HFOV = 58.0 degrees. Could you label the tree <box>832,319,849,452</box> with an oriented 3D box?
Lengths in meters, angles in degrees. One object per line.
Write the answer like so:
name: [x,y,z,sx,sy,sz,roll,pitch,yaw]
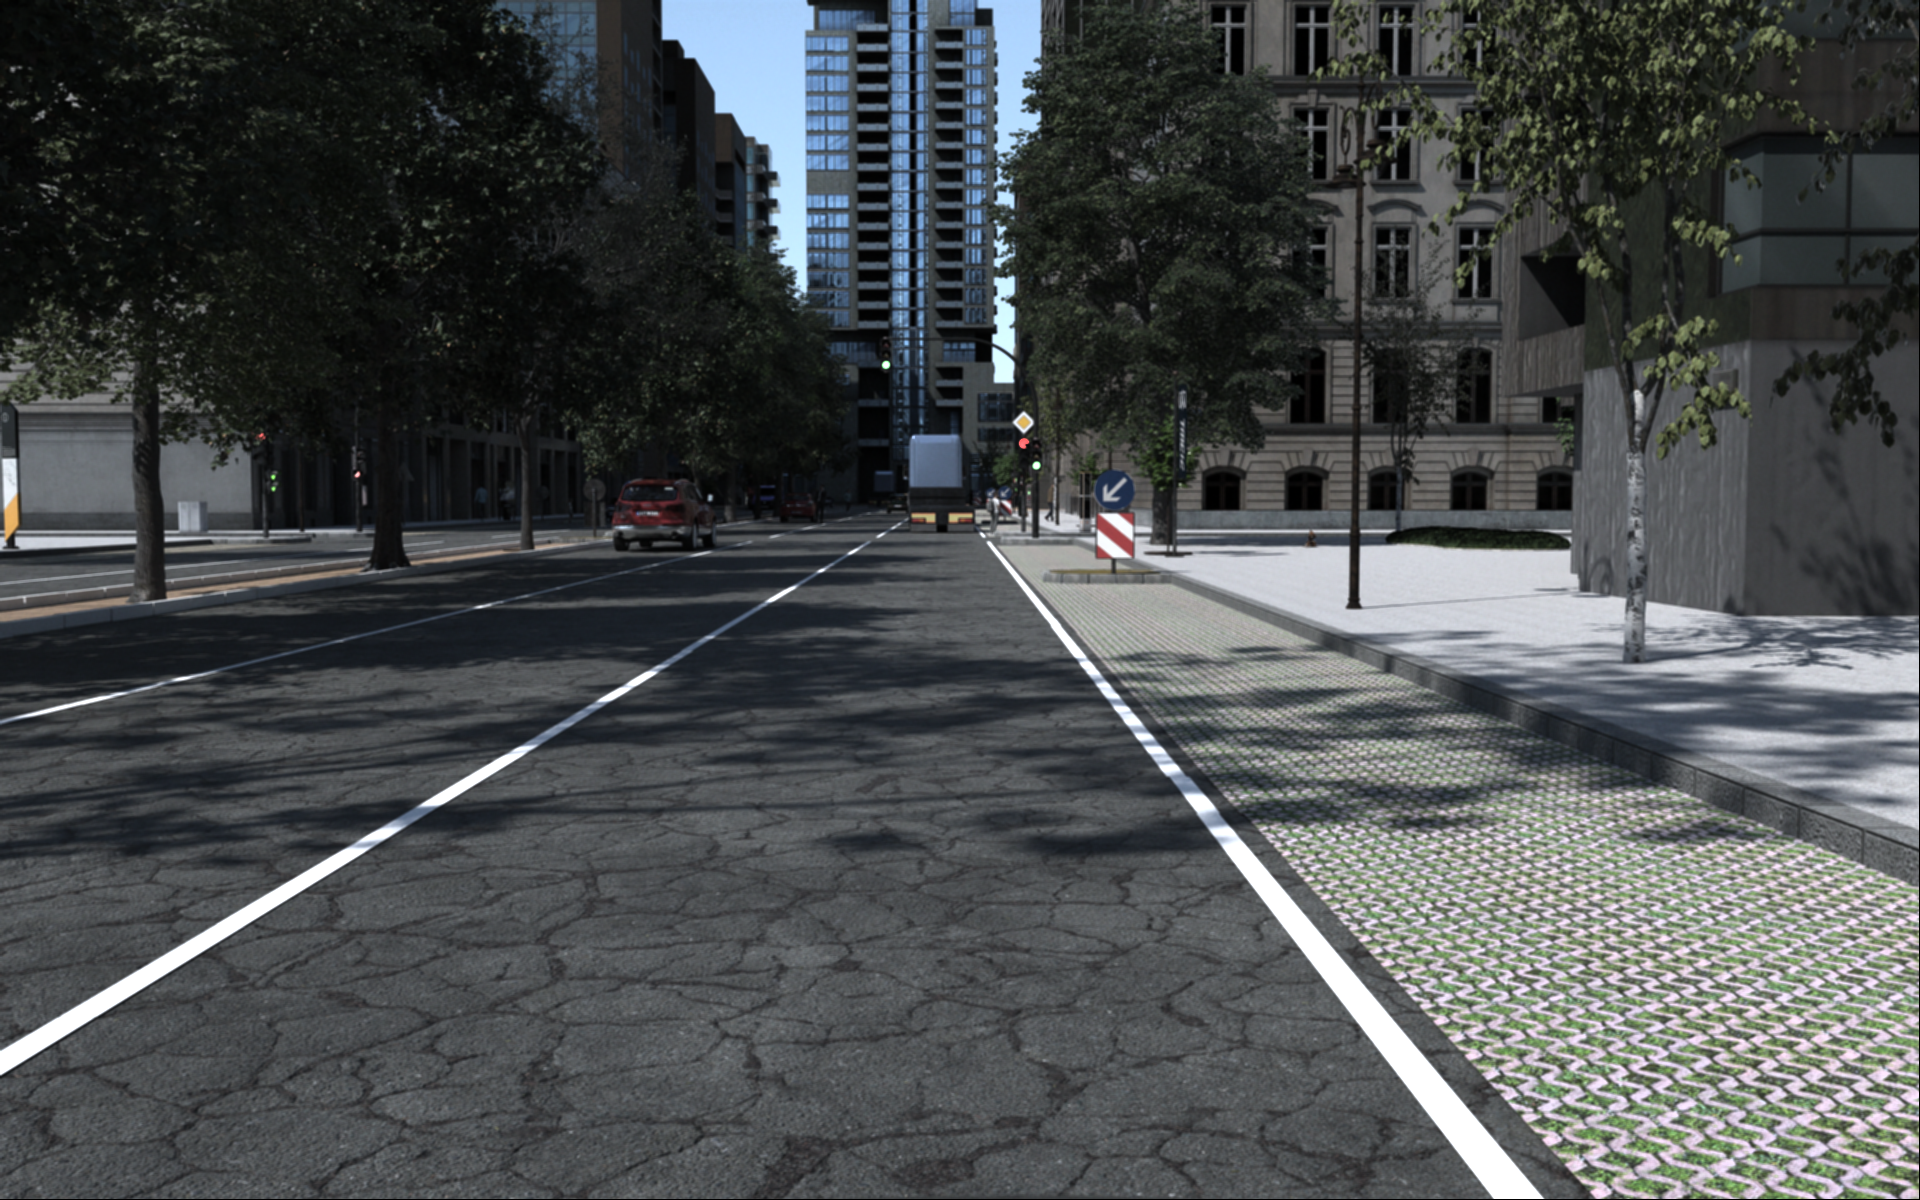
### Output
tree: [-11.075,-11.979,104.969,9.857,13.997,8.962,0,3,0]

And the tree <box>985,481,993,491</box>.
tree: [4.112,-13.066,208.227,1.663,3.219,1.824,0,3,0]

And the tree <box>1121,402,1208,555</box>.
tree: [4.485,-2.568,36.592,1.663,3.219,1.824,0,3,0]

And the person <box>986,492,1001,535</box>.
person: [1.178,-3.013,60.361,0.503,1.515,0.523,0,4,6]

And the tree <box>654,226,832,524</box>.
tree: [-11.091,-10.637,83.029,9.857,13.997,8.962,0,3,0]

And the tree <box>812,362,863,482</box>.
tree: [-11.385,-12.034,116.217,9.611,12.733,9.660,0,3,0]

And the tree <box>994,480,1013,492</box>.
tree: [4.479,-10.717,169.817,1.663,3.219,1.824,0,3,0]

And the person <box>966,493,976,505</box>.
person: [1.255,-11.309,193.544,1.348,1.807,0.705,-1,4,-10]

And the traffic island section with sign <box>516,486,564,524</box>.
traffic island section with sign: [-20.089,-4.550,83.021,1.989,1.847,2.006,0,4,0]

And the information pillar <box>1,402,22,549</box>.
information pillar: [-22.061,-2.991,40.257,0.504,3.616,0.183,2,4,24]

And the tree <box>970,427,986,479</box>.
tree: [3.310,-14.196,182.472,4.737,8.622,4.395,0,3,0]

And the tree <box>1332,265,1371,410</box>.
tree: [12.531,-5.991,48.308,4.360,8.622,3.978,0,3,0]

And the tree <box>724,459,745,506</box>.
tree: [-23.849,-14.500,187.441,4.360,8.622,3.978,0,3,0]

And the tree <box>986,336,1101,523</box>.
tree: [4.349,-7.788,77.701,4.737,8.622,4.395,0,3,0]

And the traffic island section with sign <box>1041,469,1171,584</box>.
traffic island section with sign: [2.352,-1.208,28.382,1.989,1.847,2.006,0,4,0]

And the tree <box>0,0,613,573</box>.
tree: [-10.413,-6.843,31.348,9.611,12.733,9.660,0,3,0]

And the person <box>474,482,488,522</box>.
person: [-22.213,-4.550,80.449,0.620,1.820,0.660,3,4,36]

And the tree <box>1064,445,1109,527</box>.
tree: [5.179,-4.503,68.224,1.663,3.219,1.824,0,3,0]

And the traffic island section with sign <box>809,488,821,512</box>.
traffic island section with sign: [-11.325,-7.653,133.265,2.006,1.907,1.989,0,4,0]

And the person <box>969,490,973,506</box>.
person: [1.104,-10.103,173.318,0.705,1.869,1.348,0,4,-5]

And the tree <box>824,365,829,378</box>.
tree: [-10.834,-10.083,93.076,9.928,11.665,9.643,0,3,0]

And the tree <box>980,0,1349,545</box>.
tree: [5.181,-8.353,43.232,9.857,13.997,8.962,0,3,0]

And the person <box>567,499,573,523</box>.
person: [-19.289,-4.398,85.426,0.382,1.210,0.505,-2,4,-28]

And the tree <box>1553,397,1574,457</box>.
tree: [13.728,-3.107,34.506,4.285,4.588,4.351,0,3,0]

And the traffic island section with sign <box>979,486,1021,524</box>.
traffic island section with sign: [2.030,-4.558,83.144,1.989,1.847,2.006,0,4,0]

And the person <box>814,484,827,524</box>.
person: [-6.758,-4.656,83.996,0.648,1.900,0.474,-1,4,-8]

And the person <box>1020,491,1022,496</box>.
person: [4.308,-6.815,118.012,0.519,1.759,0.362,1,4,17]

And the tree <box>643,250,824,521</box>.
tree: [-11.016,-8.837,72.690,9.928,11.665,9.643,0,3,0]

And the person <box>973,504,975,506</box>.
person: [1.698,-12.319,210.720,0.742,1.727,0.445,-1,4,-19]

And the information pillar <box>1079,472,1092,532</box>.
information pillar: [4.199,-3.271,57.976,0.304,2.012,0.304,-1,4,-21]

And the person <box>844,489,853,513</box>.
person: [-8.556,-7.573,132.330,0.660,1.820,0.620,-3,5,-44]

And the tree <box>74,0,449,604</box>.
tree: [-10.718,-6.247,22.718,7.486,12.596,7.792,0,3,0]

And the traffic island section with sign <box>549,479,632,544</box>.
traffic island section with sign: [-10.828,-2.605,50.721,2.006,1.907,1.989,0,4,0]

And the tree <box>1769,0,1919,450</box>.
tree: [4.867,-3.501,7.608,4.360,8.622,3.978,0,3,0]

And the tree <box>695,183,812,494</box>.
tree: [-10.617,-8.692,61.587,9.611,12.733,9.660,0,3,0]

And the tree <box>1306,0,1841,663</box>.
tree: [4.911,-3.822,12.857,4.737,8.622,4.395,0,3,0]

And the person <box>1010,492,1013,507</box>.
person: [4.895,-9.834,167.382,0.990,1.755,0.434,-3,5,-40]

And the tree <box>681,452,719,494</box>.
tree: [-23.047,-12.448,153.879,4.737,8.622,4.395,0,3,0]

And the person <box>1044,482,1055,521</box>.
person: [4.281,-4.597,81.115,0.656,1.842,0.836,3,5,44]

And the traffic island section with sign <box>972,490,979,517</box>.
traffic island section with sign: [1.861,-6.206,110.098,1.989,1.847,2.006,0,4,0]

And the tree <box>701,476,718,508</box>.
tree: [-23.727,-10.389,164.459,1.663,3.219,1.824,0,3,0]

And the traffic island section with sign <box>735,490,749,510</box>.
traffic island section with sign: [-20.559,-9.299,160.661,1.989,1.847,2.006,0,4,0]

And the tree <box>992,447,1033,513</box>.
tree: [3.856,-8.388,120.856,4.285,4.588,4.351,0,3,0]

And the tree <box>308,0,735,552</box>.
tree: [-10.781,-7.945,42.728,12.009,13.543,11.850,0,3,0]

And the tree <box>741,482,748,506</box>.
tree: [-23.496,-12.037,191.402,1.663,3.219,1.824,0,3,0]
